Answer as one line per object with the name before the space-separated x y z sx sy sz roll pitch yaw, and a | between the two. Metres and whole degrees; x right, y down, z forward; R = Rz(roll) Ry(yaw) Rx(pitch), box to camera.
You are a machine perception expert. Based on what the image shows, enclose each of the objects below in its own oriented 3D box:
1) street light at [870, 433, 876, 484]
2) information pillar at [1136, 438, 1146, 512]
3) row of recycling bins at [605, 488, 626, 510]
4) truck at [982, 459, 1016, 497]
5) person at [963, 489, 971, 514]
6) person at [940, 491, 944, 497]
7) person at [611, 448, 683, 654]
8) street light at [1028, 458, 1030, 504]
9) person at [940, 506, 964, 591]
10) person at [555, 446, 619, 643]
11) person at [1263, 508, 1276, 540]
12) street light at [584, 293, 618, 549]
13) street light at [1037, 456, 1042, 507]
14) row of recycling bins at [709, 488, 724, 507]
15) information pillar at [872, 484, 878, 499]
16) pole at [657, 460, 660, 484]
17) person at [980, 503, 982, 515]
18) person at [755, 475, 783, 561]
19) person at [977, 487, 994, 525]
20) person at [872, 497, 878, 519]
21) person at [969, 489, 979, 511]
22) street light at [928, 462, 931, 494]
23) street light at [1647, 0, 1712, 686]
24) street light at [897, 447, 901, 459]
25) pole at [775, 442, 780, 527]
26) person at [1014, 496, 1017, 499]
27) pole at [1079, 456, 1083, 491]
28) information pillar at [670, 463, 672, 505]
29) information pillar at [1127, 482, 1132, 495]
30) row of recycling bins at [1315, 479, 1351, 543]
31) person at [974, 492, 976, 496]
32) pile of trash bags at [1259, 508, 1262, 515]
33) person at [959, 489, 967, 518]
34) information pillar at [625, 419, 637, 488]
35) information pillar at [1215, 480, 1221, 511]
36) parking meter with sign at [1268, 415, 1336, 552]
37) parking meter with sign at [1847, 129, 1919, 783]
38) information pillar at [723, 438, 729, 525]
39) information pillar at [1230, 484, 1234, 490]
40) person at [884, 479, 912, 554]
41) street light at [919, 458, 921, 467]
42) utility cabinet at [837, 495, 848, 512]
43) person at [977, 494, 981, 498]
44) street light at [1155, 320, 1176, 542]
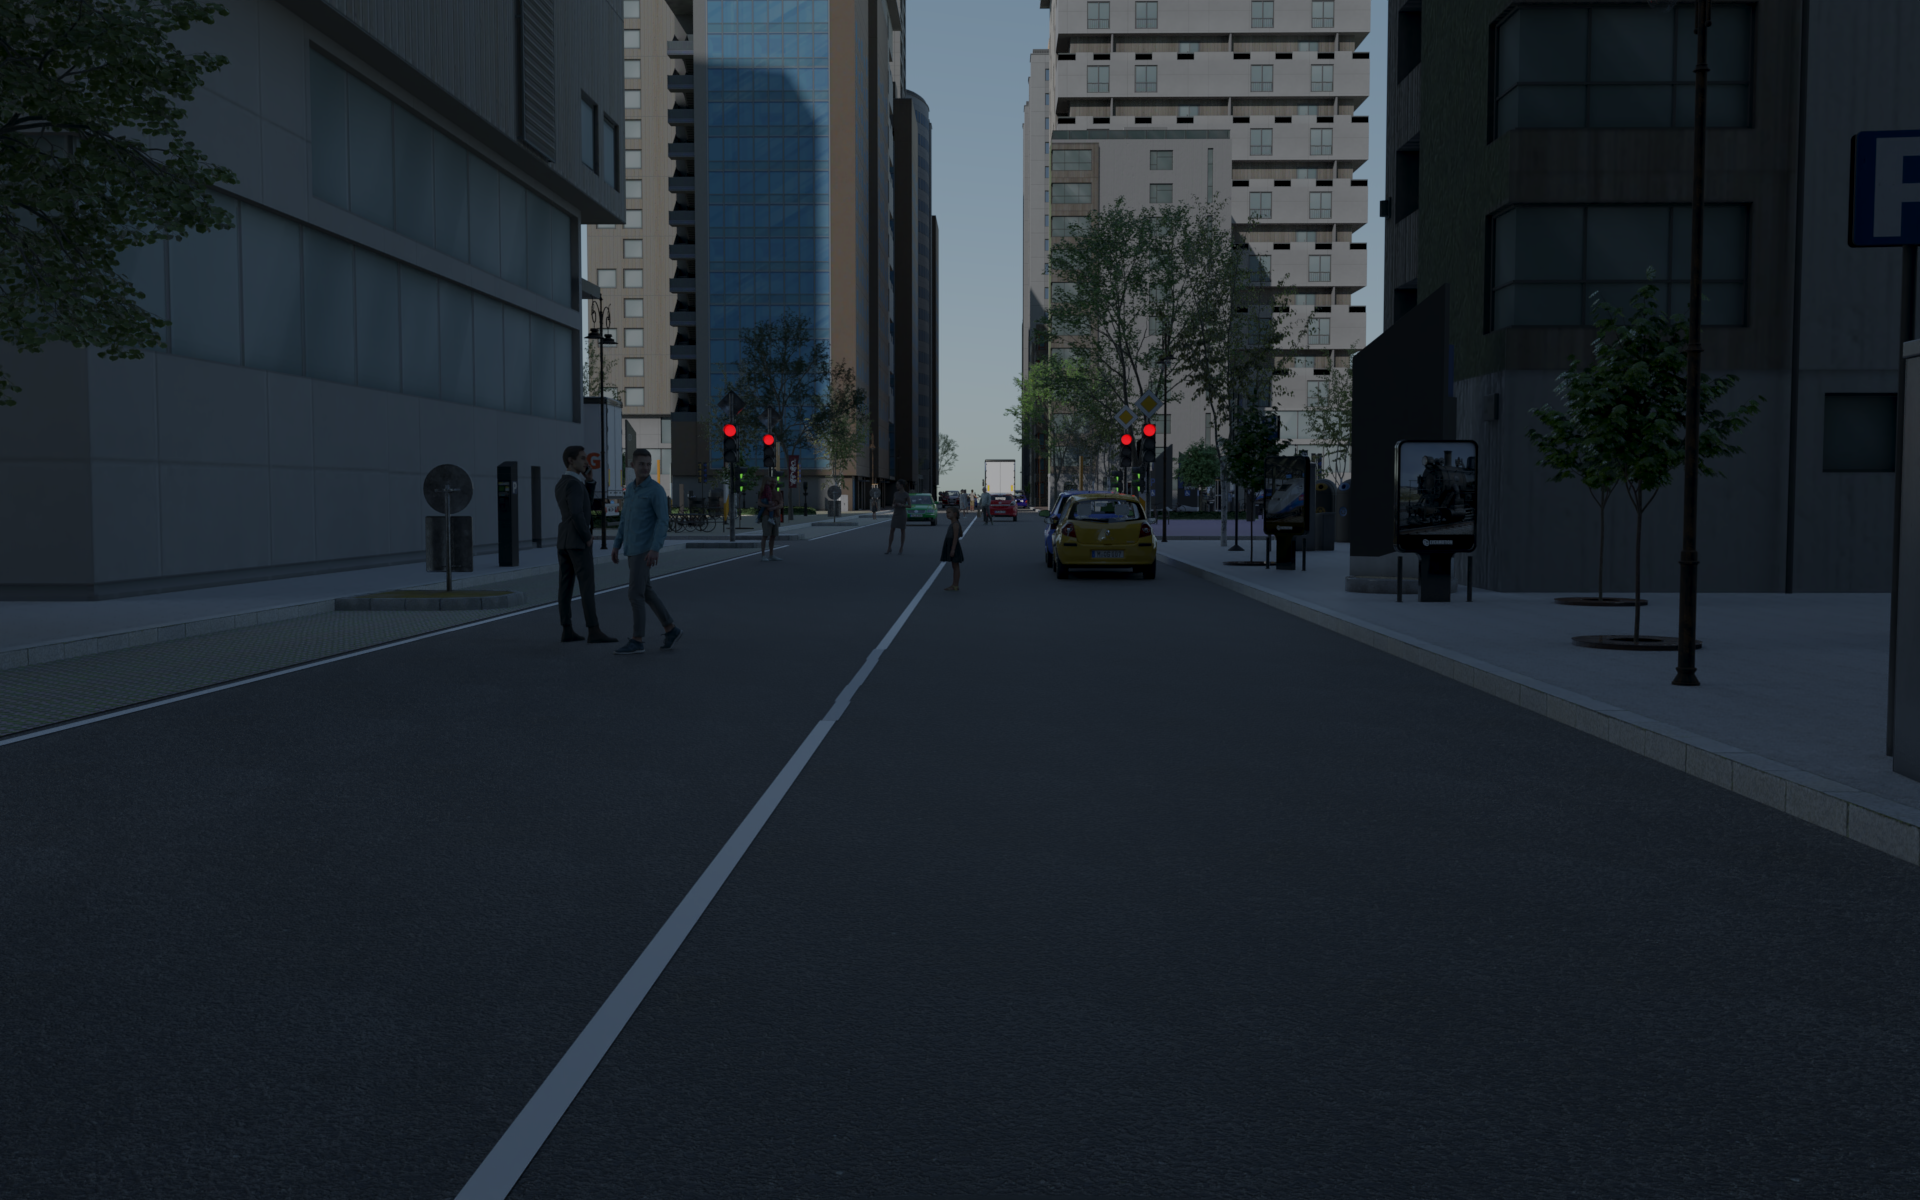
street light | -6.641 -9.733 131.916 0.468 5.910 1.993 0 4 1
information pillar | 6.788 -4.459 64.256 0.504 3.616 0.183 0 4 3
row of recycling bins | -25.529 -7.294 126.372 3.534 1.692 1.069 3 5 40
truck | 3.289 -9.537 144.850 2.839 4.237 11.283 0 4 1
person | 0.508 -7.088 124.745 0.716 1.782 0.532 2 4 33
person | -2.156 -13.367 227.028 1.348 1.826 0.705 -3 5 -41
person | -2.802 -0.446 15.648 0.748 1.841 0.638 -2 4 -33
street light | 8.865 -15.192 221.182 0.468 5.910 1.993 0 4 1
person | -0.123 -0.760 25.593 0.373 1.253 0.362 -1 4 -10
person | -3.668 -0.548 16.822 0.474 1.900 0.648 -3 4 -37
person | 9.209 -2.559 50.529 0.709 1.800 0.728 1 4 19
street light | -8.269 -4.114 40.051 0.468 5.910 1.993 0 4 1
street light | 7.921 -12.178 171.905 0.468 5.910 1.993 0 4 1
row of recycling bins | -17.598 -7.245 125.570 1.069 1.692 3.534 0 4 -3
information pillar | -6.283 -7.550 127.928 0.304 2.012 0.304 -2 4 -32
pole | -17.917 -6.679 103.052 0.158 3.312 0.155 0 3 0
person | 1.565 -6.573 120.247 0.640 1.303 0.475 2 4 28
person | -4.086 -1.748 37.048 0.573 1.828 0.580 0 4 7
person | 1.136 -4.350 80.108 0.782 1.767 0.515 3 4 37
person | -4.797 -5.153 97.427 0.362 1.253 0.373 3 4 38
person | 1.041 -8.252 143.419 1.348 1.824 0.705 3 5 44
street light | -4.384 -16.860 248.445 0.468 5.910 1.993 0 4 1
street light | 4.881 -2.366 11.468 0.468 5.910 1.993 0 4 1
street light | -5.866 -11.835 166.285 0.468 5.910 1.993 0 4 1
pole | -7.184 -4.542 68.111 0.158 3.312 0.155 0 3 0
person | 4.485 -8.834 153.645 1.217 1.736 0.721 1 4 15
pole | 6.497 -6.060 92.916 0.158 3.312 0.155 0 3 0
information pillar | -21.613 -8.451 129.532 0.183 3.616 0.504 -1 4 -19
information pillar | 10.428 -6.234 106.414 0.304 2.012 0.304 1 4 17
row of recycling bins | 10.609 -2.350 45.537 1.069 1.692 3.534 -3 4 -37
person | 2.290 -15.405 261.294 0.530 1.710 0.541 3 5 43
pile of trash bags | 19.106 -5.826 105.004 3.447 1.369 1.912 1 4 13
person | 0.109 -5.699 102.421 0.466 1.731 0.760 3 5 41
information pillar | -10.352 -3.861 54.478 0.183 3.616 0.504 2 4 27
information pillar | 13.367 -5.187 89.302 0.304 2.012 0.304 -1 4 -12
parking meter with sign | 7.637 -2.609 38.911 1.738 3.016 0.543 -2 4 -28
parking meter with sign | 4.441 -0.692 7.579 0.543 3.016 1.738 1 4 9
information pillar | -9.843 -4.985 72.860 0.183 3.616 0.504 0 4 8
information pillar | 16.159 -6.815 102.782 0.183 3.616 0.504 -1 4 -12
person | -1.474 -1.977 41.169 0.599 1.781 0.374 2 4 29
street light | -4.973 -14.789 214.592 0.468 5.910 1.993 0 4 1
utility cabinet | -8.712 -7.099 127.234 1.020 1.237 0.306 -3 5 -41
person | 2.845 -14.547 249.529 0.799 1.438 0.628 -2 4 -30
street light | 5.459 -4.483 46.085 0.468 5.910 1.993 0 4 1
